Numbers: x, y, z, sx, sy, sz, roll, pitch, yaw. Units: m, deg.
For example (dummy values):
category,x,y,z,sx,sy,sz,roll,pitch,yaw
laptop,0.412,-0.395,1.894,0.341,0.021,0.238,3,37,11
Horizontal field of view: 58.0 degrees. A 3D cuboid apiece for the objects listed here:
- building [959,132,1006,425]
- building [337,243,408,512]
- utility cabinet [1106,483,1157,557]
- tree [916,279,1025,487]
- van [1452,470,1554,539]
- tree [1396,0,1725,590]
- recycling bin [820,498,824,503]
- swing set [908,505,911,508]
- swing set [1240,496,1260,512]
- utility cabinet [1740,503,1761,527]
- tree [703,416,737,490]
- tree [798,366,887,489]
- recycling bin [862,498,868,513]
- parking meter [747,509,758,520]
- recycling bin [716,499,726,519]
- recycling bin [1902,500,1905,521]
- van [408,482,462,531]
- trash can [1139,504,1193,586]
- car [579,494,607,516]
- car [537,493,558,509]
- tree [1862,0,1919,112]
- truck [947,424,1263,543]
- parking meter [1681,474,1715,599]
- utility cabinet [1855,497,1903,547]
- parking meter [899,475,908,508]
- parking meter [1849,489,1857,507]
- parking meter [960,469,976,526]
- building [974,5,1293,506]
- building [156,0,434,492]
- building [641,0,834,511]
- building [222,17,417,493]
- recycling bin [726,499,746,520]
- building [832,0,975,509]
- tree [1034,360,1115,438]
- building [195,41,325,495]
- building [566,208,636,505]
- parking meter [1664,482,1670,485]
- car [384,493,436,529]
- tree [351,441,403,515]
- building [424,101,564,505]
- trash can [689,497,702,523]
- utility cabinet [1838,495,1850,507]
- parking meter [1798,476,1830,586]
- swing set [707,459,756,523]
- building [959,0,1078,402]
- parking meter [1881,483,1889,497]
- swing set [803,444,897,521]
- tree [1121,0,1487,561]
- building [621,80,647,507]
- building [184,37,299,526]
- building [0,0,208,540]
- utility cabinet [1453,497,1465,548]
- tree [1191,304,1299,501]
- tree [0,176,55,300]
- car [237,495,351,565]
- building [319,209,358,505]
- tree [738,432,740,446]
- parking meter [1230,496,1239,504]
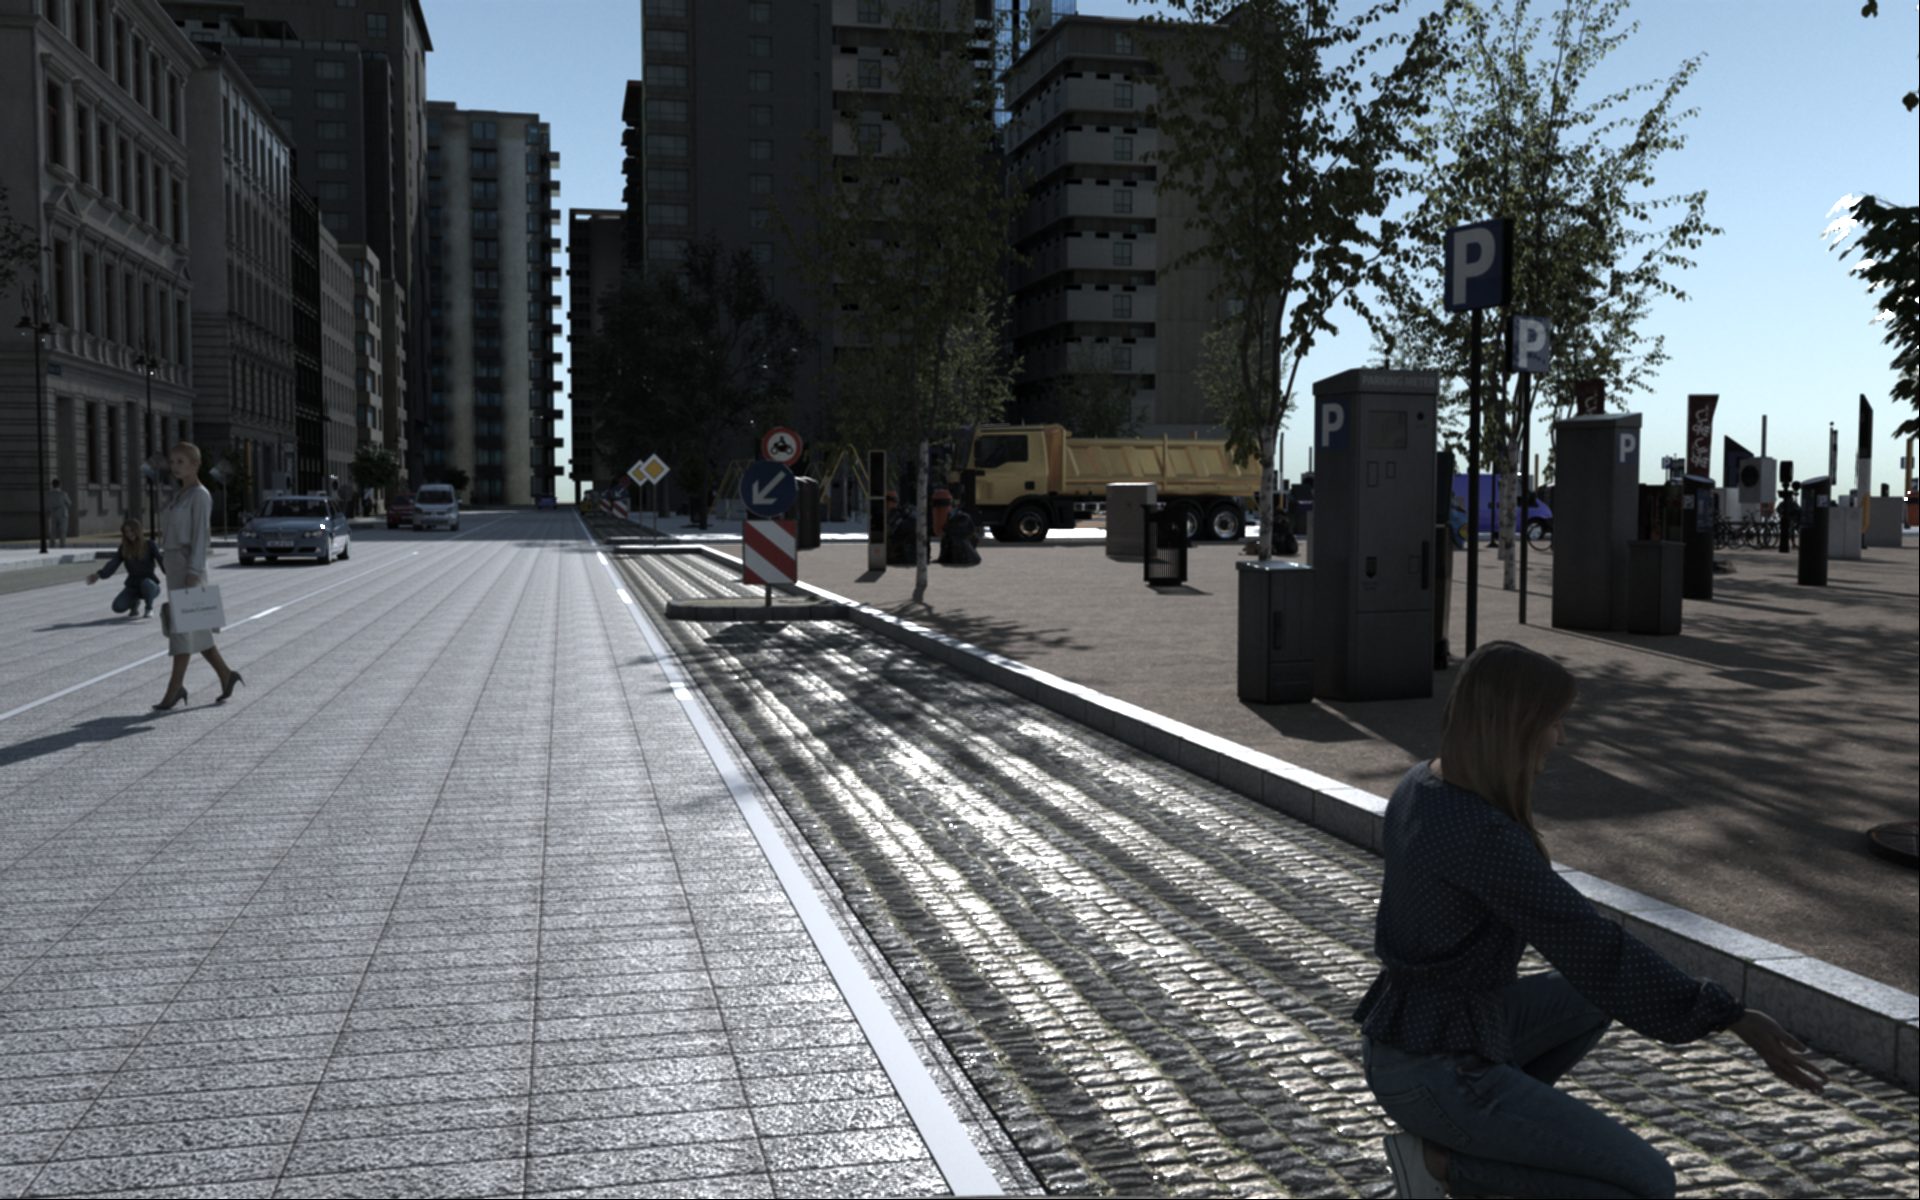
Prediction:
category,x,y,z,sx,sy,sz,roll,pitch,yaw
building,-3.203,-31.376,196.596,14.086,41.232,14.154,-1,4,-13
building,-57.669,-17.495,131.080,27.650,21.520,28.899,-1,4,-13
utility cabinet,3.449,-1.610,35.007,0.318,1.500,1.173,-3,4,-38
tree,0.220,-6.702,59.936,4.360,8.622,3.978,0,3,0
van,14.945,-2.867,51.266,5.245,2.365,2.240,-1,4,-13
tree,7.619,-4.450,23.115,4.360,8.622,3.978,0,3,0
recycling bin,-8.648,-5.804,107.447,0.722,1.027,0.722,-1,4,-10
swing set,-3.980,-5.795,92.362,2.862,2.851,3.119,-1,4,-10
swing set,13.646,-5.257,83.568,2.862,2.851,3.119,0,4,-3
utility cabinet,30.371,-3.556,66.813,0.318,1.500,1.173,-1,4,-20
tree,-16.725,-10.060,114.839,4.360,8.622,3.978,0,3,0
tree,-7.045,-9.058,98.468,4.360,8.622,3.978,0,3,0
recycling bin,-6.319,-6.517,119.106,0.722,1.027,0.722,-2,4,-28
parking meter,-6.822,-3.135,56.973,0.399,1.863,0.255,-1,4,-22
recycling bin,-11.968,-4.633,88.307,0.722,1.027,0.722,2,4,31
recycling bin,42.636,-3.975,77.553,0.722,1.027,0.722,-1,4,-13
van,-20.543,-3.724,67.898,2.013,2.044,4.112,-1,4,-15
trash can,2.885,-0.773,24.299,0.748,1.137,0.748,0,3,0
car,-24.626,-6.499,116.488,2.015,1.641,3.980,-1,4,-11
car,-39.101,-9.445,164.018,1.945,1.707,3.694,-1,4,-14
tree,6.532,-3.644,9.936,4.737,8.622,4.395,0,3,0
truck,3.717,-3.260,49.223,9.791,3.379,3.469,-1,4,-12
parking meter,9.043,-0.784,21.236,0.372,1.533,0.369,0,3,0
utility cabinet,22.543,-1.918,42.529,1.020,1.237,0.306,1,4,17
parking meter,-1.763,-2.966,54.207,0.255,1.863,0.399,0,4,-5
parking meter,46.502,-4.999,90.138,0.372,1.533,0.369,0,3,0
parking meter,0.179,-2.144,40.762,0.255,1.863,0.399,-2,4,-25
building,18.593,-36.999,194.176,27.495,52.752,28.713,-1,4,-13
building,-67.870,-35.771,174.088,27.495,52.752,28.713,-1,4,-13
building,-17.723,-27.650,135.668,14.154,41.232,14.086,-1,4,-13
building,-56.273,-28.710,152.998,14.154,41.232,14.086,-1,4,-13
recycling bin,-10.886,-4.415,84.744,0.722,1.027,0.722,-1,4,-19
building,-14.131,-34.758,157.530,28.713,52.752,27.495,-1,4,-13
tree,6.222,-8.890,95.710,4.360,8.622,3.978,0,3,0
building,-41.655,-16.066,92.351,12.332,23.373,15.834,-1,4,-13
building,-38.498,-32.545,223.996,23.993,40.220,32.217,-1,4,-13
parking meter,34.541,-4.818,84.485,0.255,1.863,0.399,-2,4,-28
car,-22.918,-3.877,72.423,2.155,1.783,4.494,-1,4,-14
tree,-35.902,-7.502,106.373,4.285,4.588,4.351,0,3,0
building,-64.769,-36.337,213.723,30.456,49.044,23.786,-1,4,-13
trash can,-11.545,-3.945,76.149,0.748,1.137,0.748,0,3,0
utility cabinet,52.875,-5.632,103.244,1.020,1.237,0.306,-1,4,-13
parking meter,11.994,-0.974,24.329,0.372,1.533,0.369,0,3,0
swing set,-9.944,-4.989,79.194,2.862,2.851,3.119,-2,4,-24
building,3.436,-55.951,227.472,31.000,86.520,22.319,-1,4,-13
parking meter,50.986,-5.491,95.489,0.399,1.863,0.255,-2,4,-33
swing set,-3.700,-3.552,55.690,2.862,2.851,3.119,-1,4,-9
tree,3.592,-4.197,18.976,4.737,8.622,4.395,0,3,0
building,-24.442,-32.404,184.431,22.147,44.769,28.867,-1,4,-13
building,-35.633,-13.895,76.340,9.793,20.994,18.267,-1,4,-13
building,-32.748,-13.488,56.689,11.583,22.565,21.152,-1,4,-13
utility cabinet,11.469,-1.842,41.285,1.020,1.237,0.306,0,4,-3
tree,11.050,-7.202,68.111,4.360,8.622,3.978,0,3,0
tree,-17.429,-5.560,25.322,8.767,10.594,7.601,1,4,17
car,-13.965,-1.499,36.503,2.014,1.417,4.499,-1,4,-12
building,-44.344,-15.524,108.568,10.420,20.320,16.860,-1,4,-13
tree,-11.466,-9.758,109.912,4.737,8.622,4.395,0,3,0
parking meter,12.056,-4.140,76.100,0.372,1.533,0.369,0,3,0
